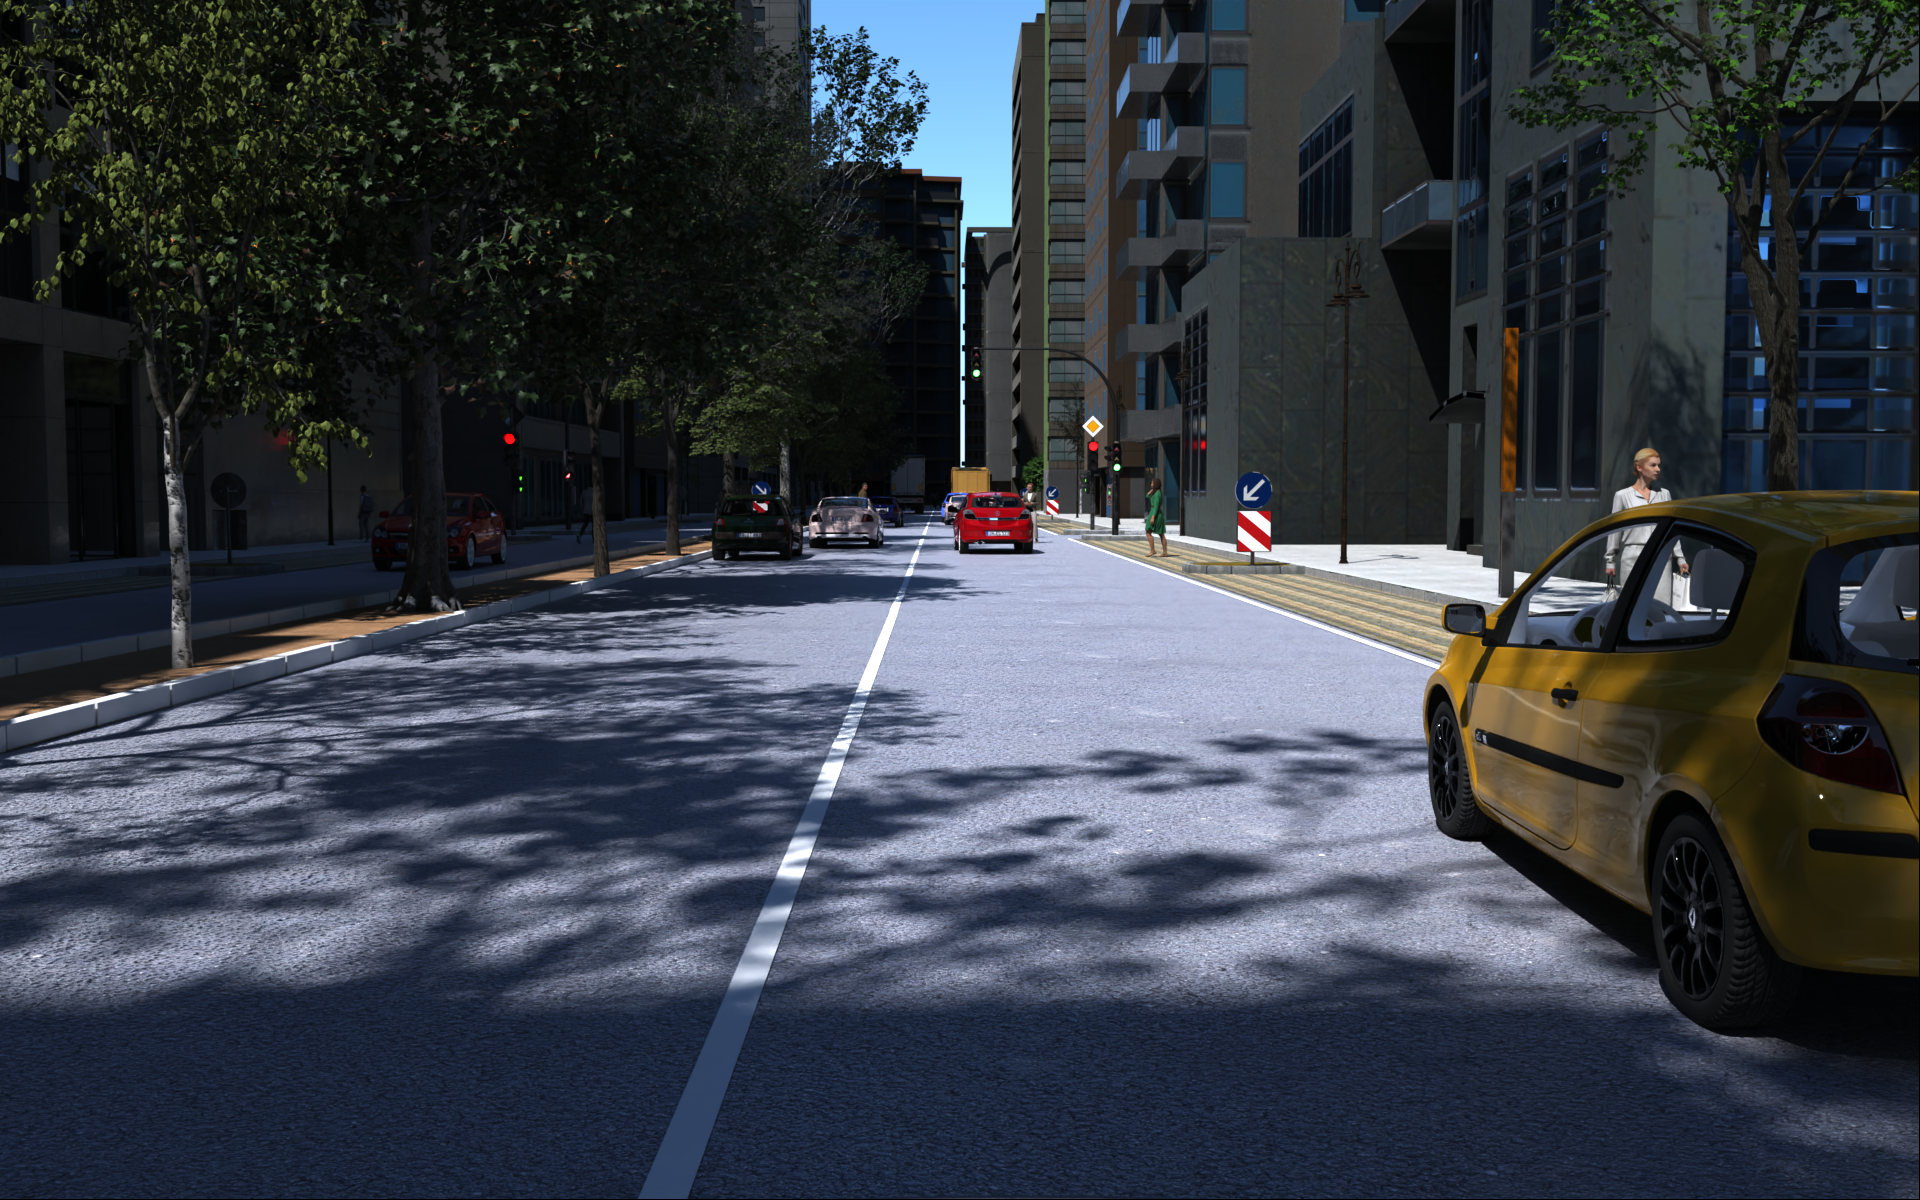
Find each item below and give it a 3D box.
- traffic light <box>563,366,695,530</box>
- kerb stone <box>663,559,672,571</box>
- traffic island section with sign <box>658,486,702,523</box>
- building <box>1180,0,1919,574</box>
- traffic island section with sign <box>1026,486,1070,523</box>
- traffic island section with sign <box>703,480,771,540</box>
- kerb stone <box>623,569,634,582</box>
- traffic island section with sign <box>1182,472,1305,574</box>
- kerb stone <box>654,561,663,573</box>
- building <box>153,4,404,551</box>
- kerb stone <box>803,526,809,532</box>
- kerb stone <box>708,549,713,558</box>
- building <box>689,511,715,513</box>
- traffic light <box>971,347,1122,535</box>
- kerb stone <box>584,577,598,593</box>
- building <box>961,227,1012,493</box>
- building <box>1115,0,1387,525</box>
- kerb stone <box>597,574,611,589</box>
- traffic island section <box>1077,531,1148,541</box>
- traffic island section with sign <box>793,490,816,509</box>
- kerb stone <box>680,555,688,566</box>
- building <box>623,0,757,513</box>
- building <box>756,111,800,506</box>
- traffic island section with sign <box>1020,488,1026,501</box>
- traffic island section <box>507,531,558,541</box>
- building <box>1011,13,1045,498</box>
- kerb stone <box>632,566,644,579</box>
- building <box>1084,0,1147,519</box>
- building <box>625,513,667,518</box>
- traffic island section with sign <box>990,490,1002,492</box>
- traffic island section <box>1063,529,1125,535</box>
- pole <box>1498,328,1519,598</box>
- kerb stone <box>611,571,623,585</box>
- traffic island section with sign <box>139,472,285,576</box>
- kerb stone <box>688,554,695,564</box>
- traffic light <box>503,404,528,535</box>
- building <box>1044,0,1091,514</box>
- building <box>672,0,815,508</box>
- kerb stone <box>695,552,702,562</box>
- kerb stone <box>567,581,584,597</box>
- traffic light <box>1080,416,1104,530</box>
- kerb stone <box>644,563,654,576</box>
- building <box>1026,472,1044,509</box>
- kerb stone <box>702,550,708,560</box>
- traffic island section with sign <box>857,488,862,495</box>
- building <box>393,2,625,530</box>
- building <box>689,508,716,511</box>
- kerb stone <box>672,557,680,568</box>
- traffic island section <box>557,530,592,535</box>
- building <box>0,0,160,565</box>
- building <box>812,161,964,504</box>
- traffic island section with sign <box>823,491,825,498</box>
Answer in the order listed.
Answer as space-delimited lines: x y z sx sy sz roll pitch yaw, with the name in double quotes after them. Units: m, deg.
-11.849 -5.323 61.700 4.771 5.953 1.251 0 4 -1 "traffic light"
-5.614 -0.641 32.668 0.120 0.150 1.000 0 4 -1 "kerb stone"
-13.948 -4.768 86.584 1.989 1.847 2.006 0 4 -1 "traffic island section with sign"
18.230 -44.261 36.341 22.319 86.520 31.000 0 4 -1 "building"
4.484 -4.793 86.986 1.989 1.847 2.006 0 4 -1 "traffic island section with sign"
-6.908 -2.812 54.104 2.006 1.907 1.989 0 4 -1 "traffic island section with sign"
-5.572 -0.384 28.579 0.120 0.150 1.000 0 4 -1 "kerb stone"
5.112 -1.405 31.599 1.989 1.847 2.006 0 4 -1 "traffic island section with sign"
-5.605 -0.577 31.646 0.120 0.150 1.000 0 4 -1 "kerb stone"
-31.332 -12.979 45.498 30.059 22.955 16.112 0 4 -1 "building"
-6.022 -2.803 68.029 0.120 0.150 1.000 0 4 -1 "kerb stone"
-5.691 -1.017 38.817 0.120 0.150 1.000 0 4 -1 "kerb stone"
-25.954 -41.890 123.148 20.563 71.187 20.611 0 4 -1 "building"
2.723 -4.835 53.722 4.771 5.953 1.251 0 4 -1 "traffic light"
-5.523 -0.202 25.502 0.120 0.150 1.000 0 4 -1 "kerb stone"
12.316 -33.307 236.448 23.993 40.220 32.217 0 4 -1 "building"
22.008 -27.814 74.362 30.456 49.044 23.786 0 4 -1 "building"
-5.544 -0.265 26.531 0.120 0.150 1.000 0 4 -1 "kerb stone"
4.853 -1.940 54.002 2.009 0.180 2.903 0 4 -1 "traffic island section"
-14.833 -9.474 163.531 1.989 1.847 2.006 0 4 -1 "traffic island section with sign"
-5.643 -0.766 34.712 0.120 0.150 1.000 0 4 -1 "kerb stone"
-24.694 -30.222 144.242 14.600 45.320 14.200 0 4 -1 "building"
-24.259 -30.342 179.684 14.154 41.232 14.086 0 4 -1 "building"
4.167 -6.441 113.939 1.989 1.847 2.006 0 4 -1 "traffic island section with sign"
-13.887 -1.927 53.790 2.009 0.180 2.903 0 4 -1 "traffic island section"
16.249 -33.577 172.688 21.300 48.544 21.600 0 4 -1 "building"
-5.585 -0.453 29.602 0.120 0.150 1.000 0 4 -1 "kerb stone"
14.431 -27.244 95.547 14.600 45.320 14.200 0 4 -1 "building"
-24.044 -27.308 96.603 14.600 45.320 14.200 0 4 -1 "building"
3.275 -11.156 191.028 1.989 1.847 2.006 0 4 -1 "traffic island section with sign"
4.761 -2.428 61.986 2.009 0.180 2.903 0 4 -1 "traffic island section"
6.774 -1.685 21.389 0.158 3.312 0.155 0 3 0 "pole"
-5.559 -0.328 27.556 0.120 0.150 1.000 0 4 -1 "kerb stone"
-13.299 -1.371 31.048 1.989 1.847 2.006 0 4 -1 "traffic island section with sign"
-5.651 -0.828 35.734 0.120 0.150 1.000 0 4 -1 "kerb stone"
-13.847 -3.959 53.656 0.839 4.253 0.868 0 4 -1 "traffic light"
12.655 -26.554 117.755 14.154 41.232 14.086 0 4 -1 "building"
-28.109 -46.675 201.392 20.611 71.187 20.563 0 4 -1 "building"
-5.655 -0.891 36.756 0.120 0.150 1.000 0 4 -1 "kerb stone"
-5.518 -0.140 24.480 0.120 0.150 1.000 0 4 -1 "kerb stone"
4.721 -4.462 61.872 0.839 4.253 0.868 0 4 -1 "traffic light"
-5.591 -0.515 30.624 0.120 0.150 1.000 0 4 -1 "kerb stone"
16.495 -43.561 150.475 20.563 71.187 20.611 0 4 -1 "building"
-5.673 -0.952 37.795 0.120 0.150 1.000 0 4 -1 "kerb stone"
-7.865 -7.860 136.645 2.006 1.907 1.989 0 4 -1 "traffic island section with sign"
-26.528 -27.335 70.623 21.300 48.544 21.600 0 4 -1 "building"
-27.888 -44.230 161.411 20.563 71.187 20.611 0 4 -1 "building"
-5.623 -0.703 33.690 0.120 0.150 1.000 0 4 -1 "kerb stone"
-13.979 -2.416 61.775 2.009 0.180 2.903 0 4 -1 "traffic island section"
-25.888 -13.045 17.802 19.350 26.468 34.151 0 4 -1 "building"
-14.051 -35.239 230.786 28.867 44.769 22.147 0 4 -1 "building"
-15.152 -11.149 190.915 1.989 1.847 2.006 0 4 -1 "traffic island section with sign"
